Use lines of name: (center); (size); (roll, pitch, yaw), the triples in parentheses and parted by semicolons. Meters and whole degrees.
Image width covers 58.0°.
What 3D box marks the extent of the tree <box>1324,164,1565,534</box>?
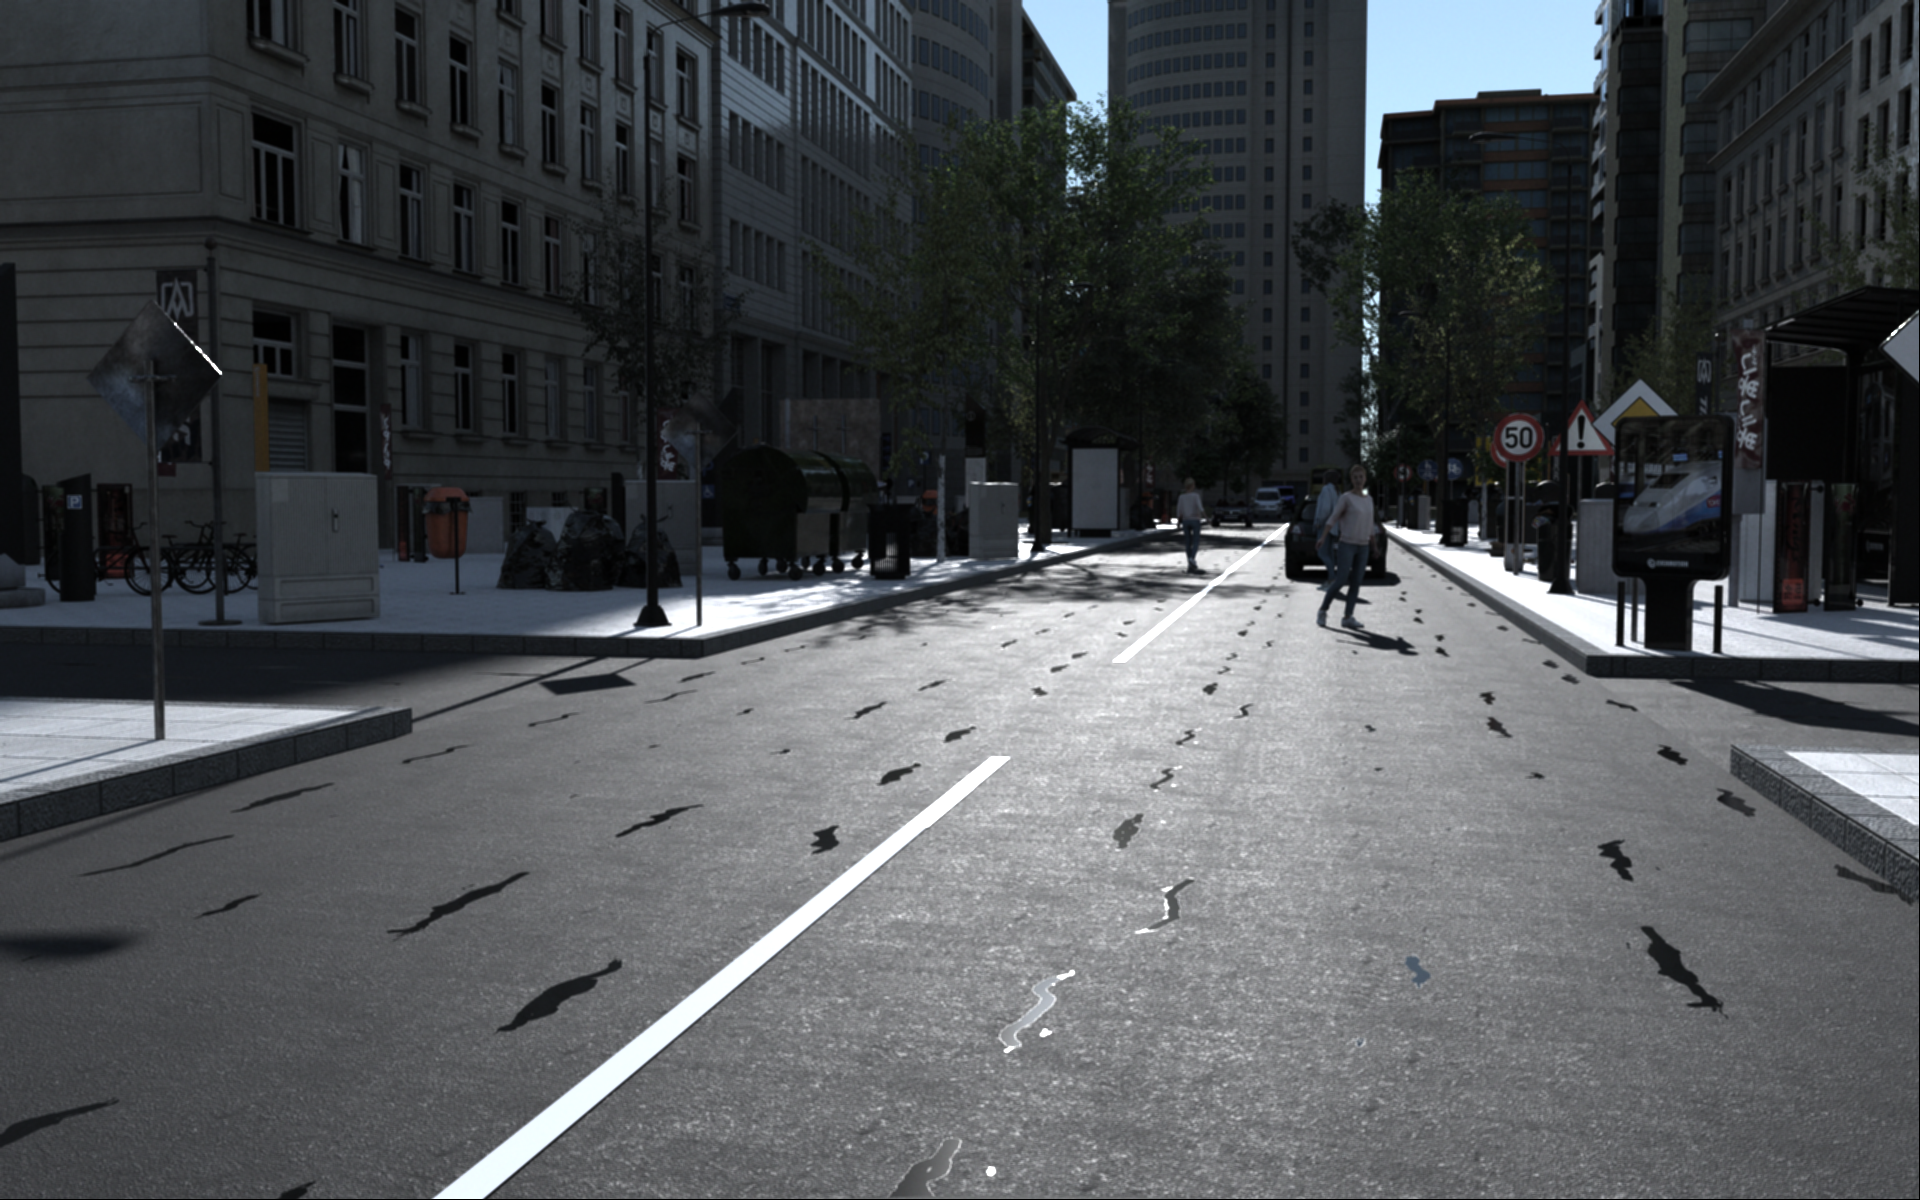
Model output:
tree: (15.369, -7.942, 55.612); (9.928, 11.665, 9.643); (0, 3, 0)

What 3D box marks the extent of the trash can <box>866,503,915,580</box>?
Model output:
trash can: (-1.051, -0.881, 26.058); (0.748, 1.137, 0.748); (0, 3, 0)

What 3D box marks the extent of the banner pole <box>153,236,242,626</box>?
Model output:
banner pole: (-7.509, -1.650, 16.999); (0.863, 3.779, 0.401); (1, 4, 14)

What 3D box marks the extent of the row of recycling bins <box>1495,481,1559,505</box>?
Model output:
row of recycling bins: (18.066, -2.953, 55.399); (1.069, 1.692, 3.534); (-1, 4, -13)

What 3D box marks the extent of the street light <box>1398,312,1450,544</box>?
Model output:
street light: (11.864, -4.382, 44.190); (1.470, 5.913, 1.316); (1, 4, 12)

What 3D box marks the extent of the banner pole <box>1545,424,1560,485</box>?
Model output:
banner pole: (21.091, -4.382, 61.661); (0.863, 3.779, 0.401); (-1, 4, -14)

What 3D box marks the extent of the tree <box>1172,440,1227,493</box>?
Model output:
tree: (14.574, -7.412, 104.893); (4.285, 4.588, 4.351); (0, 3, 0)

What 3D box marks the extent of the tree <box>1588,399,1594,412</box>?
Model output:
tree: (30.870, -7.834, 78.442); (4.737, 8.622, 4.395); (0, 3, 0)

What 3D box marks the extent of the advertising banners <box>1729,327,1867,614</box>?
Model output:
advertising banners: (9.007, -1.374, 18.649); (2.074, 3.025, 0.090); (-2, 4, -24)

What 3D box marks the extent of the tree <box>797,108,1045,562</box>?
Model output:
tree: (-0.589, -5.033, 32.660); (4.737, 8.622, 4.395); (0, 3, 0)

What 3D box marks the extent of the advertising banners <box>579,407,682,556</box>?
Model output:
advertising banners: (-6.610, -2.365, 34.848); (2.074, 3.025, 0.090); (0, 4, -1)

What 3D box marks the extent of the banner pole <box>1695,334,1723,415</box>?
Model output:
banner pole: (11.666, -2.263, 27.018); (0.863, 3.779, 0.401); (-3, 4, -36)

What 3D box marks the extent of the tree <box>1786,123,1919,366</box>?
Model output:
tree: (18.358, -5.073, 33.300); (4.737, 8.622, 4.395); (0, 3, 0)

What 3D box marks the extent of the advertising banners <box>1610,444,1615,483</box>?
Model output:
advertising banners: (17.032, -2.857, 42.896); (2.074, 3.025, 0.090); (0, 4, 5)

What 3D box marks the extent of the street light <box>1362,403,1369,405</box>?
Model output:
street light: (21.149, -7.078, 88.265); (1.470, 5.913, 1.316); (1, 4, 12)

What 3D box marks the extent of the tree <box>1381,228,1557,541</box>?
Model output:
tree: (14.178, -5.937, 47.427); (4.360, 8.622, 3.978); (0, 3, 0)

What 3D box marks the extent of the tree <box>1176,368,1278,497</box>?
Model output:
tree: (18.380, -11.414, 121.031); (8.767, 10.594, 7.601); (2, 4, 35)

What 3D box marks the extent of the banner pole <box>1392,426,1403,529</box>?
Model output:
banner pole: (16.083, -4.503, 63.642); (0.401, 3.779, 0.863); (1, 4, 20)

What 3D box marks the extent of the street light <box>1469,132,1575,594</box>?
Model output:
street light: (7.237, -3.044, 22.319); (1.470, 5.913, 1.316); (1, 4, 12)

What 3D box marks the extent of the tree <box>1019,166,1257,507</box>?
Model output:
tree: (6.573, -9.782, 66.591); (9.857, 13.997, 8.962); (0, 3, 0)

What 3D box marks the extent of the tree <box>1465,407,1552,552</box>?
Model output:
tree: (12.352, -2.684, 38.492); (1.663, 3.219, 1.824); (0, 3, 0)

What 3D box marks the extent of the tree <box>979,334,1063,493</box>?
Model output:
tree: (2.923, -7.768, 77.369); (4.360, 8.622, 3.978); (0, 3, 0)

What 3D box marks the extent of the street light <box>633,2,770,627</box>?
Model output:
street light: (-2.474, -2.696, 16.620); (1.470, 5.913, 1.316); (1, 4, 12)

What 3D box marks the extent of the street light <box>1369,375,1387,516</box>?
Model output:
street light: (16.562, -5.749, 66.540); (1.470, 5.913, 1.316); (1, 4, 12)

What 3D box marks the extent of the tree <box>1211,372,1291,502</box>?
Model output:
tree: (27.274, -14.887, 161.526); (7.486, 12.596, 7.792); (0, 3, 0)

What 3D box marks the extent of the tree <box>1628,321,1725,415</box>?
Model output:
tree: (30.098, -7.474, 72.564); (4.360, 8.622, 3.978); (0, 3, 0)

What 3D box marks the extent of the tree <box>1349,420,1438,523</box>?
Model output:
tree: (19.430, -5.646, 76.021); (4.285, 4.588, 4.351); (0, 3, 0)

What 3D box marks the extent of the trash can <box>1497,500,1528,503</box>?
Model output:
trash can: (13.858, -1.947, 43.481); (0.748, 1.137, 0.748); (0, 3, 0)

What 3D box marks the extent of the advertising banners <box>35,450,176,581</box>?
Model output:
advertising banners: (-12.788, -1.831, 26.121); (2.074, 3.025, 0.090); (-3, 4, -38)

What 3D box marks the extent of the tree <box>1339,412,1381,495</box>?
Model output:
tree: (35.473, -12.285, 151.222); (4.360, 8.622, 3.978); (0, 3, 0)

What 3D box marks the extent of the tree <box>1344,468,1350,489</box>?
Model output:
tree: (36.538, -10.673, 158.213); (4.285, 4.588, 4.351); (0, 3, 0)

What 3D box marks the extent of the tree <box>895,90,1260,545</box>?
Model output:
tree: (2.353, -7.251, 44.303); (9.928, 11.665, 9.643); (0, 3, 0)

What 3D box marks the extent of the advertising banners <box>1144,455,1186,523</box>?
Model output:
advertising banners: (9.127, -4.913, 76.511); (2.074, 3.025, 0.090); (0, 4, 3)

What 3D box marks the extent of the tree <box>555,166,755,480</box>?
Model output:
tree: (-7.141, -5.468, 39.772); (4.360, 8.622, 3.978); (0, 3, 0)

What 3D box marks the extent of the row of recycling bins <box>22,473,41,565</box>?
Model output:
row of recycling bins: (-17.553, -1.400, 30.002); (1.069, 1.692, 3.534); (1, 4, 16)

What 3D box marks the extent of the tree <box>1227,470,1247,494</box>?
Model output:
tree: (22.613, -8.925, 140.531); (1.663, 3.219, 1.824); (0, 3, 0)

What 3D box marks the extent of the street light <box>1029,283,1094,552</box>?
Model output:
street light: (2.249, -4.023, 38.317); (1.470, 5.913, 1.316); (1, 4, 12)

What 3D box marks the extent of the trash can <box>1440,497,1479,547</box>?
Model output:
trash can: (12.101, -1.876, 42.326); (0.748, 1.137, 0.748); (0, 3, 0)

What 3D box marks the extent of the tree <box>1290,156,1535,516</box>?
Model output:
tree: (25.354, -14.772, 97.417); (12.611, 20.169, 13.585); (0, 3, 0)

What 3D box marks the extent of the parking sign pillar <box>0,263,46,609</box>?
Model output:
parking sign pillar: (-11.256, -1.907, 19.654); (1.447, 3.967, 1.447); (0, 4, 5)

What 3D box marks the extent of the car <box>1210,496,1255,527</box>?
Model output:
car: (12.064, -3.921, 76.694); (1.945, 1.354, 3.894); (1, 4, 11)

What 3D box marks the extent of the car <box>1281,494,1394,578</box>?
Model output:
car: (6.761, -1.302, 31.071); (2.009, 1.686, 4.222); (1, 4, 13)

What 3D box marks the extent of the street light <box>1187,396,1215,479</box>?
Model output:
street light: (11.369, -6.710, 82.244); (1.470, 5.913, 1.316); (1, 4, 12)

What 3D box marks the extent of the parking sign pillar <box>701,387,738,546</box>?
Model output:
parking sign pillar: (-6.007, -3.350, 43.250); (1.447, 3.967, 1.447); (1, 4, 18)

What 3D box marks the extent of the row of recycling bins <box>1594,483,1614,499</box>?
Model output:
row of recycling bins: (24.367, -3.467, 63.794); (3.534, 1.692, 1.069); (-3, 5, -44)

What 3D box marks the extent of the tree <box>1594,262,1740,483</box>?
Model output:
tree: (23.009, -6.435, 55.569); (4.737, 8.622, 4.395); (0, 3, 0)

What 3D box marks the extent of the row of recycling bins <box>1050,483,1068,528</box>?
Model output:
row of recycling bins: (3.933, -3.914, 71.110); (1.069, 1.692, 3.534); (0, 4, 7)

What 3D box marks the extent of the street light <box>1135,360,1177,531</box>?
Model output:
street light: (6.815, -5.358, 60.145); (1.470, 5.913, 1.316); (1, 4, 12)
